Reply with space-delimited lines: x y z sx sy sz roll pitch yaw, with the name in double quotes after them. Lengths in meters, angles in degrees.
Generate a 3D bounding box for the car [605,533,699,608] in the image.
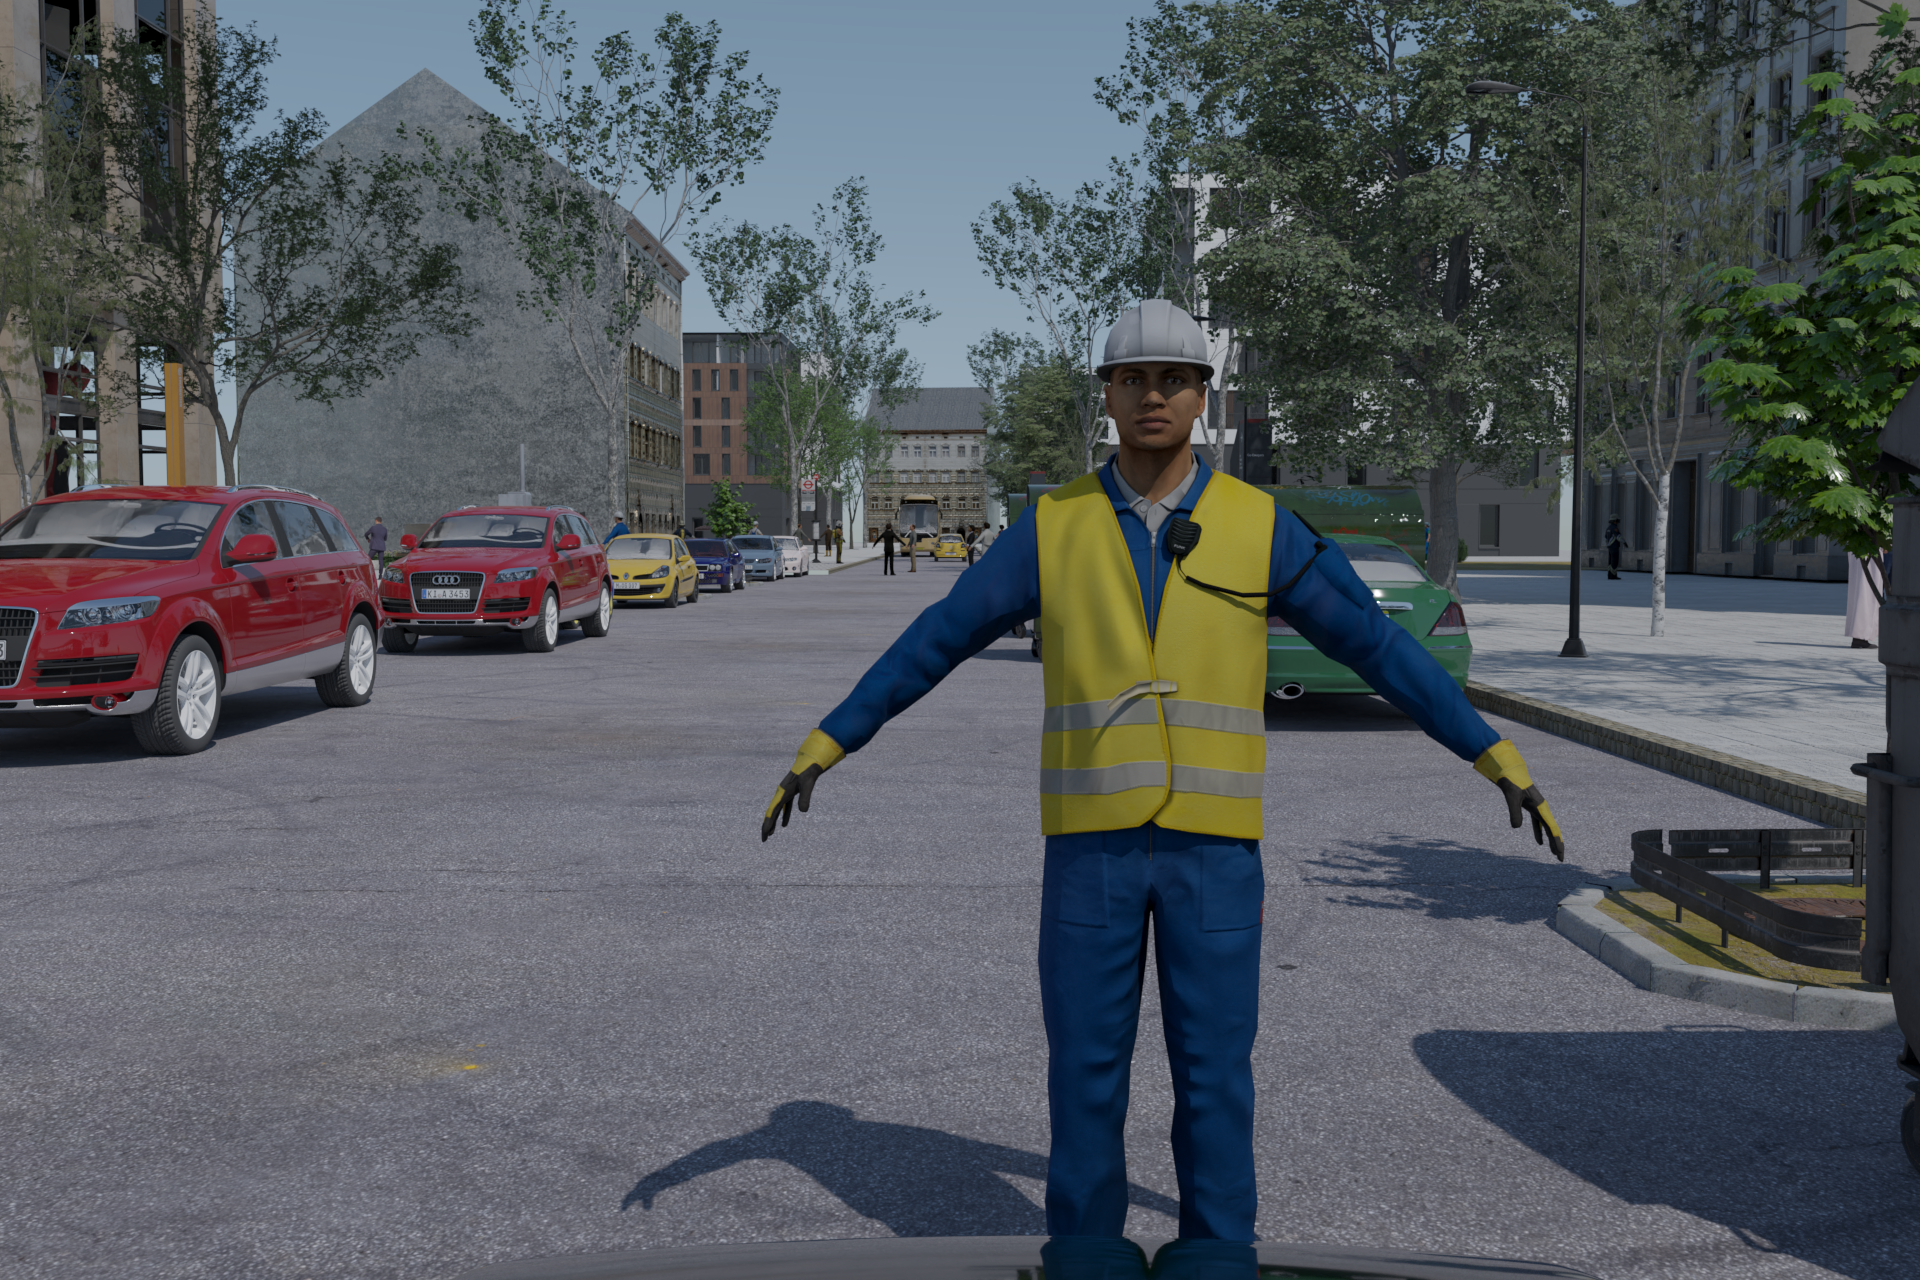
-6.326 -1.498 34.721 2.015 1.641 3.980 0 4 0 "car"

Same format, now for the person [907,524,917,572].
-1.792 -3.432 64.834 0.705 1.796 1.348 -1 4 -11 "person"

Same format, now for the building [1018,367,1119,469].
21.517 -23.514 228.421 27.936 21.610 32.646 0 4 0 "building"

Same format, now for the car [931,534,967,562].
-0.510 -4.914 90.562 2.015 1.641 3.980 0 4 -1 "car"

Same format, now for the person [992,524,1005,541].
2.322 -5.626 98.135 0.704 1.843 1.345 3 5 39 "person"

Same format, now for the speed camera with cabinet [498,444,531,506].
-9.780 -2.717 38.752 0.660 3.252 2.038 0 4 1 "speed camera with cabinet"

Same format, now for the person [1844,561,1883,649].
10.200 -0.778 19.428 0.621 1.740 0.551 -2 4 -33 "person"

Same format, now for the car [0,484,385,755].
-5.974 -0.259 12.911 2.281 1.827 5.304 0 4 0 "car"

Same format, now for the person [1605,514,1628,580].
18.391 -2.616 48.639 0.704 1.845 1.351 0 4 -1 "person"

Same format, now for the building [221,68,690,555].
-25.255 -15.921 91.240 19.493 23.208 18.063 0 4 -1 "building"

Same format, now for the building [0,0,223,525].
-30.718 -15.984 27.557 22.709 31.103 35.509 0 4 1 "building"

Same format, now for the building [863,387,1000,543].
-3.927 -25.961 257.847 18.063 23.208 19.493 0 4 7 "building"

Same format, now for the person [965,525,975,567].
0.301 -3.043 58.924 0.721 1.740 1.216 0 4 6 "person"

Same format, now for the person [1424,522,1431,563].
21.019 -4.405 78.145 0.704 1.817 1.347 0 4 2 "person"

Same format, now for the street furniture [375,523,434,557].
-22.514 -4.193 75.403 11.010 1.723 9.812 -3 4 -37 "street furniture"

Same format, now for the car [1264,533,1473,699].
2.860 -0.178 14.703 2.131 1.459 4.920 0 4 -1 "car"

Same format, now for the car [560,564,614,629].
-6.599 -1.077 27.204 1.945 1.707 3.694 0 4 0 "car"

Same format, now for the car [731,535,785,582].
-6.431 -2.545 53.616 2.014 1.417 4.499 0 4 0 "car"

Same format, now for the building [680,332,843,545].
-28.278 -21.273 191.787 27.936 21.610 32.646 0 4 1 "building"

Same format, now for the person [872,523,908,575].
-2.449 -3.142 60.009 1.347 1.806 0.705 1 4 20 "person"

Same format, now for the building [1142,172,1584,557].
25.641 -16.534 114.308 27.936 21.610 32.646 0 3 0 "building"

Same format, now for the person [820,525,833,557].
-7.509 -5.647 98.473 1.346 1.812 0.704 -3 5 -43 "person"

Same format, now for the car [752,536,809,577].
-6.180 -2.847 58.913 2.083 1.381 4.827 0 4 0 "car"

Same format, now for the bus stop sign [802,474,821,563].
-6.601 -5.404 77.052 0.855 3.939 0.416 0 4 0 "bus stop sign"

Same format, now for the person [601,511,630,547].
-8.438 -2.256 42.764 0.705 1.842 1.347 1 4 22 "person"

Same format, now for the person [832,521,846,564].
-5.189 -4.216 74.707 0.705 1.858 1.354 -1 4 -17 "person"

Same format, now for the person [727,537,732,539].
-12.482 -5.370 94.016 0.704 1.802 1.346 -1 4 -9 "person"

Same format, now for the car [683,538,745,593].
-6.411 -1.881 43.342 1.945 1.354 3.894 0 3 0 "car"

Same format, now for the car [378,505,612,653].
-5.945 -0.854 22.633 2.281 1.827 5.304 0 4 0 "car"

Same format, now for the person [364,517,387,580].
-16.394 -2.567 48.456 0.568 1.767 0.683 3 5 44 "person"

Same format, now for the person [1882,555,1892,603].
17.209 -1.583 31.799 0.709 1.838 0.599 -3 5 -43 "person"

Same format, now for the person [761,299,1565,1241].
0.333 0.331 3.011 1.349 1.833 0.705 0 4 8 "person"

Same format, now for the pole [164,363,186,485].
-9.407 -1.650 20.814 0.158 3.312 0.155 0 3 0 "pole"

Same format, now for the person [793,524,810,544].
-8.206 -5.049 88.822 1.348 1.796 0.705 3 5 41 "person"

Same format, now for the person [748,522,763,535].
-8.934 -4.285 75.911 1.347 1.847 0.705 3 4 36 "person"

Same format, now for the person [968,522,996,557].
0.836 -2.867 55.518 1.347 1.806 0.705 -3 5 -41 "person"

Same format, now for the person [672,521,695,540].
-12.048 -4.236 75.044 1.354 1.856 0.705 -1 4 -15 "person"

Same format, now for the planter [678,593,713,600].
-6.550 -1.057 38.429 1.991 0.319 1.994 0 3 0 "planter"

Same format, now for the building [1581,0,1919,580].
26.993 -12.521 52.942 9.793 21.092 18.267 0 4 0 "building"

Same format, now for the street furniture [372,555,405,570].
-19.531 -2.924 63.434 10.072 0.657 5.734 -1 4 -8 "street furniture"
